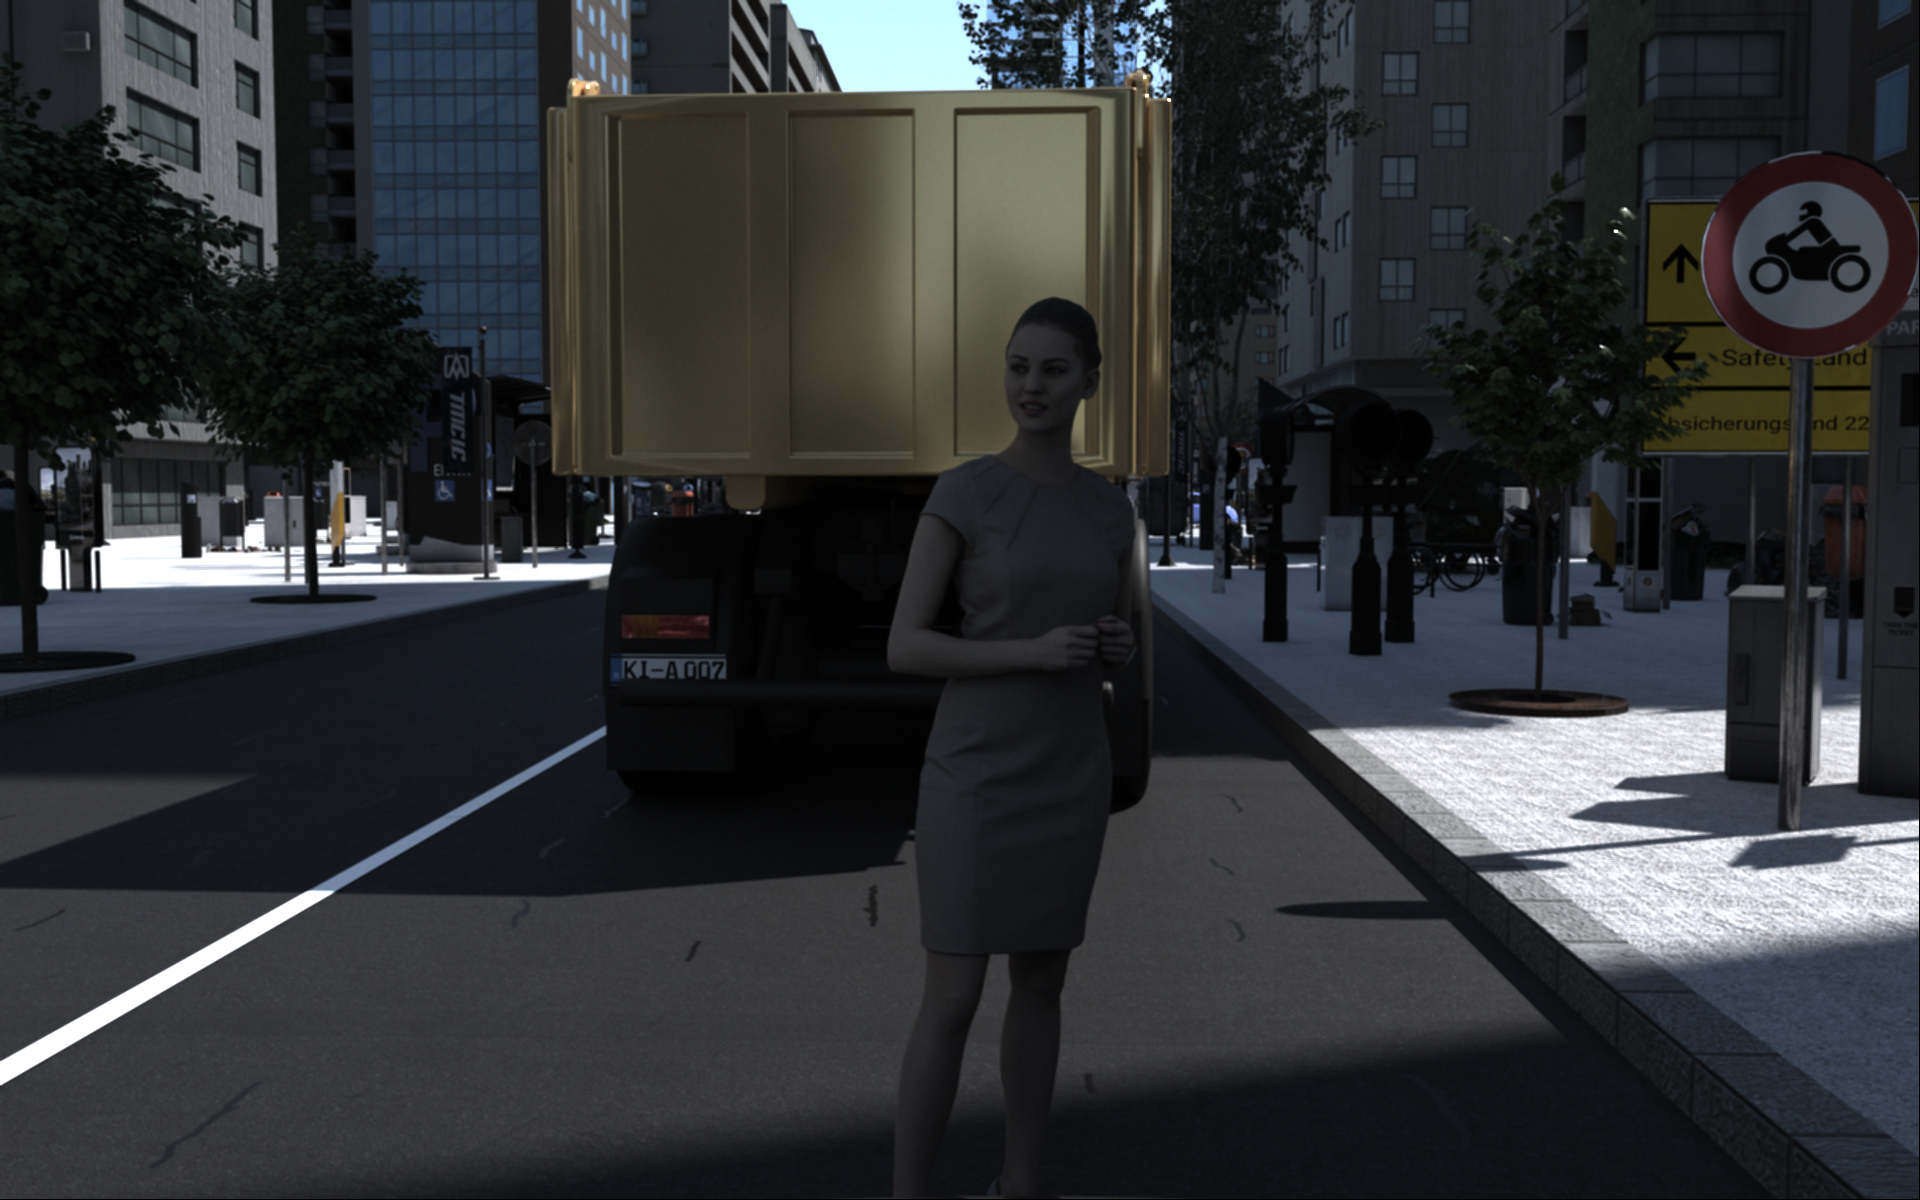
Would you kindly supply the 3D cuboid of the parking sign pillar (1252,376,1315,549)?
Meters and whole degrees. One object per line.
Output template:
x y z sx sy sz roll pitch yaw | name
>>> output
7.382 -3.115 39.400 1.447 3.967 1.447 2 4 25 | parking sign pillar

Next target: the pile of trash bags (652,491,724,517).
-7.212 -2.208 45.850 1.912 1.369 3.447 0 4 -2 | pile of trash bags

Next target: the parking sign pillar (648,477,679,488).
-11.191 -4.703 65.367 1.447 3.967 1.447 3 4 37 | parking sign pillar

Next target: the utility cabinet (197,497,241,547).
-18.196 -1.916 42.484 1.020 1.237 0.306 0 4 3 | utility cabinet

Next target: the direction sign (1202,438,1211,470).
9.957 -4.770 69.979 0.379 3.537 0.876 -1 4 -13 | direction sign

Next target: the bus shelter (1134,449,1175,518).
7.478 -4.652 69.988 2.014 3.302 5.546 0 4 2 | bus shelter

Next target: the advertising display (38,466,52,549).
-20.879 -2.147 40.313 0.974 1.923 0.123 -2 4 -28 | advertising display

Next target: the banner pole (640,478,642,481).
-18.996 -6.840 101.859 0.863 3.779 0.401 -1 4 -21 | banner pole

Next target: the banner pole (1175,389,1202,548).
5.387 -3.141 41.371 0.863 3.779 0.401 -3 5 -42 | banner pole

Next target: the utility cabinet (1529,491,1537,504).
23.011 -3.731 69.686 0.318 1.500 1.173 -2 4 -26 | utility cabinet

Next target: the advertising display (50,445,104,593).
-11.577 -1.073 22.752 0.974 1.923 0.123 2 4 35 | advertising display

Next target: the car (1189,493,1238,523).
10.125 -3.984 74.723 3.694 1.707 1.945 0 4 0 | car

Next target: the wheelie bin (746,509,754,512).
-15.095 -7.159 124.951 0.693 1.594 0.980 2 4 34 | wheelie bin

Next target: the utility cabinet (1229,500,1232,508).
12.583 -4.423 83.473 1.020 1.237 0.306 2 4 35 | utility cabinet

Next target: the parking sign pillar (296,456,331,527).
-25.199 -4.843 67.660 1.447 3.967 1.447 -2 4 -33 | parking sign pillar

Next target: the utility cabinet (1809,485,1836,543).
20.285 -1.943 40.449 1.173 1.500 0.318 -1 4 -16 | utility cabinet

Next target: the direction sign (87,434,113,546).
-21.411 -3.128 43.147 0.379 3.537 0.876 1 4 15 | direction sign

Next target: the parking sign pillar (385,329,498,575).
-8.297 -2.428 28.163 1.447 3.967 1.447 1 4 12 | parking sign pillar

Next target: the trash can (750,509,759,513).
-13.887 -6.448 117.071 0.748 1.137 0.748 0 3 0 | trash can

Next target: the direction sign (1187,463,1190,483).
17.068 -8.262 127.088 0.876 3.537 0.379 1 4 20 | direction sign

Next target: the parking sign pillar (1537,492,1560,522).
23.112 -4.818 67.242 1.447 3.967 1.447 0 4 -1 | parking sign pillar

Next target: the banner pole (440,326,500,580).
-7.345 -2.195 25.913 0.863 3.779 0.401 0 4 -2 | banner pole

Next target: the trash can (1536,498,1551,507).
21.193 -3.157 63.277 0.748 1.137 0.748 0 3 0 | trash can

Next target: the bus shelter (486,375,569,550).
-9.753 -2.812 37.265 1.731 3.624 6.357 0 4 2 | bus shelter

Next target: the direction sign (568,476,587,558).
-7.656 -2.603 34.551 0.876 3.537 0.379 -2 4 -32 | direction sign

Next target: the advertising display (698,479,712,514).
-7.231 -2.673 48.914 0.123 1.923 0.974 -2 4 -30 | advertising display

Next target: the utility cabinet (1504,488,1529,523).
19.287 -3.191 60.844 0.318 1.500 1.173 -3 4 -36 | utility cabinet

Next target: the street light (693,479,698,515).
-5.526 -4.101 39.600 1.470 5.913 1.316 0 4 2 | street light

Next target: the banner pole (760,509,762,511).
-8.030 -4.775 68.086 0.863 3.779 0.401 1 4 19 | banner pole

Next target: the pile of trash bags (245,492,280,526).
-29.096 -3.660 69.593 3.447 1.369 1.912 -2 4 -27 | pile of trash bags

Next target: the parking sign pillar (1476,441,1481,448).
25.211 -5.964 85.976 1.447 3.967 1.447 1 4 23 | parking sign pillar

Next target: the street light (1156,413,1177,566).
3.140 -3.558 30.716 1.470 5.913 1.316 0 4 2 | street light

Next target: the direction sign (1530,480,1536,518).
6.762 -1.738 20.409 0.379 3.537 0.876 0 4 -4 | direction sign

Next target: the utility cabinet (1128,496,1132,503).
4.757 -2.574 53.249 1.020 1.237 0.306 1 4 17 | utility cabinet

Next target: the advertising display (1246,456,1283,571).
5.101 -1.459 29.068 0.123 1.923 0.974 -1 4 -21 | advertising display

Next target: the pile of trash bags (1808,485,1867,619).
9.541 -0.496 17.859 1.912 1.369 3.447 3 5 40 | pile of trash bags

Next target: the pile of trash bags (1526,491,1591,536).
14.001 -1.834 39.746 1.912 1.369 3.447 3 5 42 | pile of trash bags

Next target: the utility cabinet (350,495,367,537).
-18.199 -2.490 51.865 0.306 1.237 1.020 1 4 14 | utility cabinet

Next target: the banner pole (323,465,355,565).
-11.395 -2.533 31.425 0.863 3.779 0.401 2 4 27 | banner pole

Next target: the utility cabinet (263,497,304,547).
-16.384 -1.897 42.176 1.020 1.237 0.306 -1 4 -10 | utility cabinet

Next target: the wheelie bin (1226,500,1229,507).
12.423 -4.549 82.290 0.980 1.594 0.693 -3 4 -38 | wheelie bin

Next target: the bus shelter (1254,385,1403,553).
7.280 -2.505 34.876 2.014 3.302 5.546 0 4 2 | bus shelter

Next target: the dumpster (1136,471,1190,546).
5.120 -2.321 43.710 1.264 1.857 1.865 0 4 2 | dumpster

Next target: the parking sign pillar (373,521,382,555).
-11.714 -2.959 36.849 1.447 3.967 1.447 -2 4 -24 | parking sign pillar
